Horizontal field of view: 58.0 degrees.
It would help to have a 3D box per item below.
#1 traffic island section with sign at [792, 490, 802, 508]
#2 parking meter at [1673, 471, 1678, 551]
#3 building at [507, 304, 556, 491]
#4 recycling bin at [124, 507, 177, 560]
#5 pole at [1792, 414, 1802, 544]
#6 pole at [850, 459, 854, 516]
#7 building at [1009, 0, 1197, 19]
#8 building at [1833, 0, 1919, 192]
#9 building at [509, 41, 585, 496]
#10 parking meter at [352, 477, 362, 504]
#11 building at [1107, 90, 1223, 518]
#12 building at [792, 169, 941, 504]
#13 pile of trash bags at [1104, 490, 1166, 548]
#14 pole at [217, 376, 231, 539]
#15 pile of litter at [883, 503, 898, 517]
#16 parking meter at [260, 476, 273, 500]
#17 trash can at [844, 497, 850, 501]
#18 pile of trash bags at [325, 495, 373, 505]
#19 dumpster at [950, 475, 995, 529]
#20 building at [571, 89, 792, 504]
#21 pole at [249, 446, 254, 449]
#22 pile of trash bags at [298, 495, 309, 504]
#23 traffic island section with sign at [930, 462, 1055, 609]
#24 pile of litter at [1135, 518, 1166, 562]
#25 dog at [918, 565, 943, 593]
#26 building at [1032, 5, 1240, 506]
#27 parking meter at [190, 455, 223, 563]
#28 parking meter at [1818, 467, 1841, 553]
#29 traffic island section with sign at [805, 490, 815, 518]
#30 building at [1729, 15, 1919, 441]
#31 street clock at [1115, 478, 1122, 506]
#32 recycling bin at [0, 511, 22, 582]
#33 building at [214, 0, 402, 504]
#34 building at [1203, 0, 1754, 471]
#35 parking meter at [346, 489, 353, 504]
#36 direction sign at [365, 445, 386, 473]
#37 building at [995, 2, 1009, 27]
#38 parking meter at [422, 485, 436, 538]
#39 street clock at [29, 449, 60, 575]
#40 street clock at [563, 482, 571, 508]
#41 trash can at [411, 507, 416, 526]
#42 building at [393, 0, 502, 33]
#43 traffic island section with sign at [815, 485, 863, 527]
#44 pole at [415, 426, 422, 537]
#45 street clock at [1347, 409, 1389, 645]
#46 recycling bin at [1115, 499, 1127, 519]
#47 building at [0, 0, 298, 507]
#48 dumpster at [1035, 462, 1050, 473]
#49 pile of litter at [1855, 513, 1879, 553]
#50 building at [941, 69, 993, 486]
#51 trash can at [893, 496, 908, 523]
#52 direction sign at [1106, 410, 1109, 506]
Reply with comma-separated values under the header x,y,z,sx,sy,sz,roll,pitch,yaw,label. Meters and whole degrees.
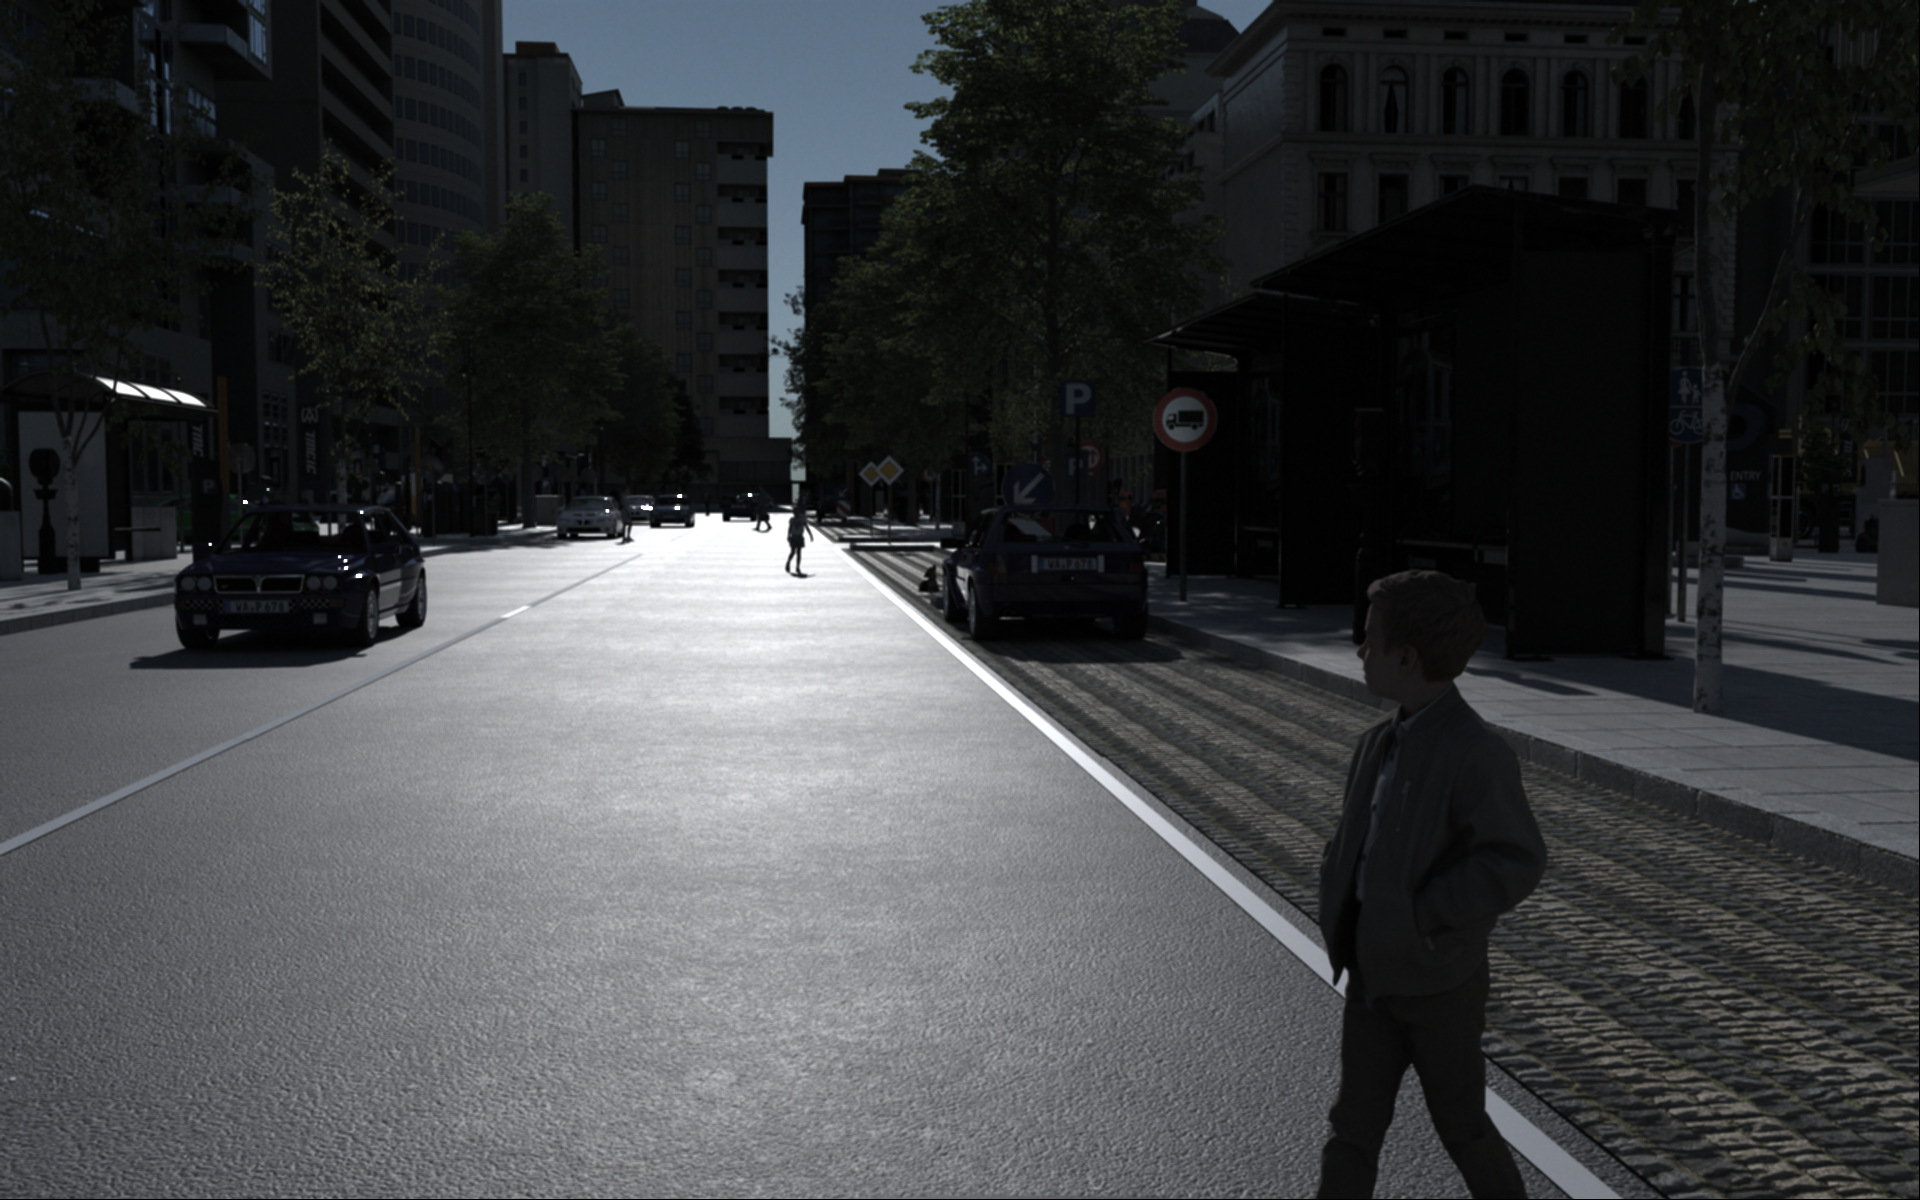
x,y,z,sx,sy,sz,roll,pitch,yaw,label
-13.659,-8.856,153.424,1.989,1.847,2.006,0,4,-6,traffic island section with sign
15.977,-2.025,38.821,0.399,1.863,0.255,1,4,20,parking meter
-56.308,-19.928,170.869,28.899,21.520,27.650,0,4,-6,building
-16.011,-1.327,34.247,0.722,1.027,0.722,2,4,34,recycling bin
21.365,-3.085,44.278,0.158,3.312,0.155,0,3,0,pole
-6.345,-6.615,101.994,0.158,3.312,0.155,0,3,0,pole
10.670,-27.912,139.954,14.154,41.232,14.086,0,4,-6,building
30.399,-26.263,18.647,28.713,52.752,27.495,0,4,-6,building
-64.160,-41.985,228.458,28.212,58.520,21.231,0,4,-6,building
-20.277,-3.217,58.305,0.255,1.863,0.399,-2,4,-29,parking meter
14.441,-14.450,91.003,10.420,20.320,16.860,0,4,-6,building
-8.573,-35.559,236.009,28.867,44.769,22.147,0,4,-6,building
3.950,-1.683,37.273,1.912,1.369,3.447,1,4,22,pile of trash bags
-12.793,-2.219,30.117,0.158,3.312,0.155,0,3,0,pole
-3.626,-4.933,94.620,1.176,0.858,1.719,0,4,-2,pile of litter
-22.135,-3.036,55.344,0.399,1.863,0.255,3,5,40,parking meter
-8.117,-6.822,123.188,0.748,1.137,0.748,0,3,0,trash can
-26.710,-4.092,76.663,3.447,1.369,1.912,2,4,30,pile of trash bags
0.408,-2.905,53.252,1.264,1.857,1.865,0,4,-6,dumpster
-36.843,-39.500,235.065,27.495,52.752,28.713,0,4,-6,building
-30.300,-4.912,74.152,0.158,3.312,0.155,0,3,0,pole
-37.360,-5.324,96.793,1.912,1.369,3.447,-2,4,-26,pile of trash bags
0.651,-0.817,21.987,1.989,1.847,2.006,0,4,-6,traffic island section with sign
3.966,-1.161,32.952,1.719,0.858,1.176,1,4,18,pile of litter
-0.372,-0.313,25.318,0.550,0.427,0.748,2,4,25,dog
12.455,-20.602,114.335,11.434,29.767,29.804,0,4,-6,building
-11.376,-1.252,26.178,0.399,1.863,0.255,-3,5,-42,parking meter
19.002,-1.965,37.832,0.255,1.863,0.399,-1,4,-15,parking meter
-8.289,-5.832,103.987,1.989,1.847,2.006,0,4,-6,traffic island section with sign
46.221,-15.819,77.706,30.058,24.678,14.314,0,4,-6,building
7.178,-4.515,78.389,0.358,2.002,0.471,-1,4,-8,street clock
-14.374,-0.793,25.517,0.722,1.027,0.722,2,4,30,recycling bin
-48.857,-29.714,109.525,21.300,48.544,21.600,0,4,-6,building
21.314,-14.940,73.143,19.941,23.489,11.050,0,4,-6,building
-27.864,-4.331,79.215,0.372,1.533,0.369,0,3,0,parking meter
-26.870,-5.364,79.704,0.876,3.537,0.379,-1,4,-20,direction sign
16.135,-48.843,236.829,20.611,71.187,20.563,0,4,-6,building
-15.576,-2.593,50.808,0.372,1.533,0.369,0,3,0,parking meter
-14.591,-1.412,27.652,0.358,2.002,0.471,0,4,5,street clock
-17.743,-4.509,78.298,0.358,2.002,0.471,-2,4,-33,street clock
-22.075,-3.571,70.047,0.748,1.137,0.748,0,3,0,trash can
-48.681,-36.345,136.237,21.231,58.520,28.212,0,4,-6,building
-5.302,-4.165,76.720,1.989,1.847,2.006,0,4,-6,traffic island section with sign
-16.236,-3.552,51.919,0.158,3.312,0.155,0,3,0,pole
3.474,-0.624,14.765,0.358,2.002,0.471,0,4,2,street clock
8.331,-4.793,90.924,0.722,1.027,0.722,-1,4,-11,recycling bin
-43.178,-46.598,74.544,22.319,86.520,31.000,0,4,-6,building
2.503,-3.108,53.314,1.502,2.255,1.985,0,4,-6,dumpster
20.358,-1.471,38.021,1.719,0.858,1.176,-2,4,-29,pile of litter
10.804,-31.884,175.927,22.147,44.769,28.867,0,4,-6,building
-2.461,-4.030,77.546,0.748,1.137,0.748,0,3,0,trash can
3.786,-3.206,44.423,0.379,3.537,0.876,0,4,8,direction sign
